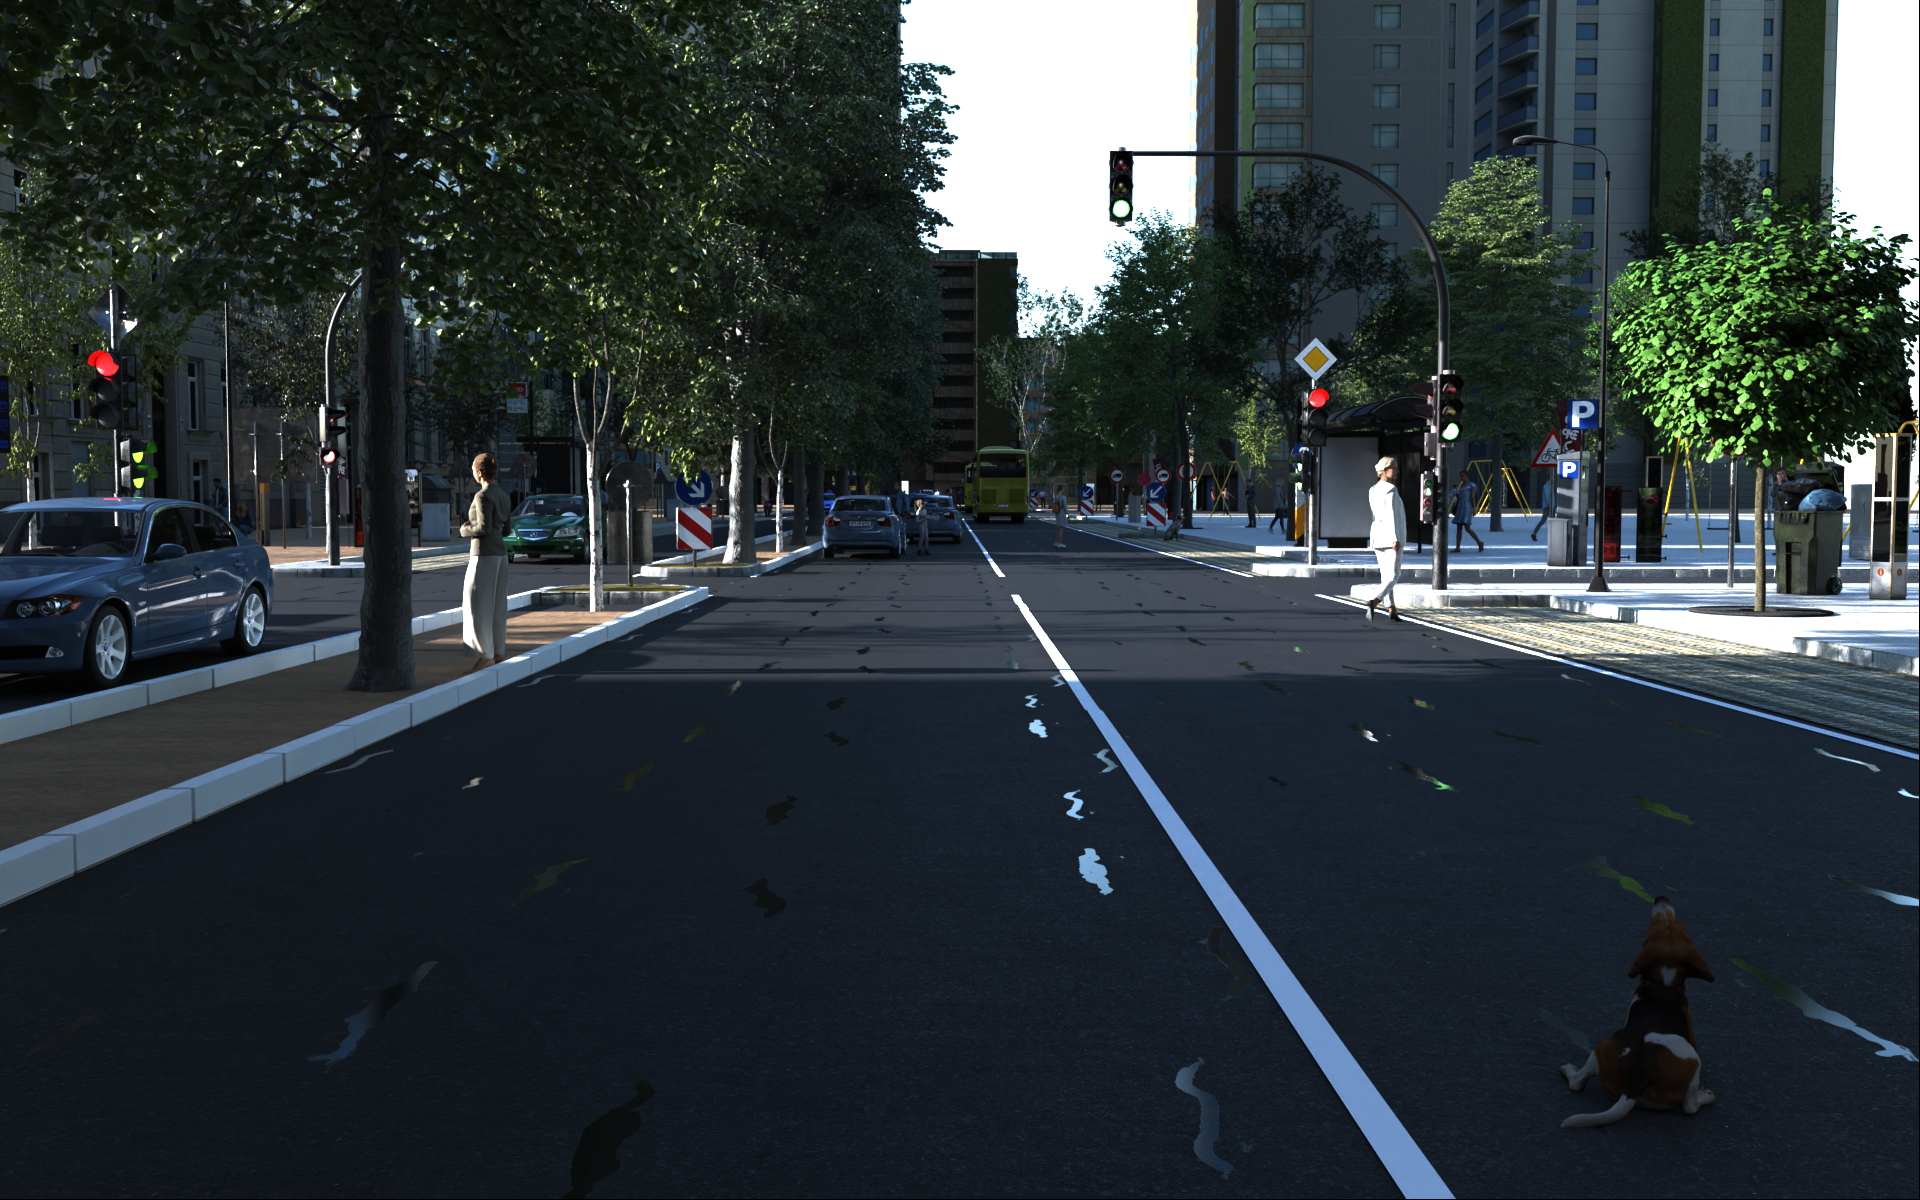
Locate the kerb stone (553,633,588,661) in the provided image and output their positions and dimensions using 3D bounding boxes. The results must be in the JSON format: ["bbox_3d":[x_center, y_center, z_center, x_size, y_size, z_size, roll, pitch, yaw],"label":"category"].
[{"bbox_3d":[-3.461,0.425,15.250,0.120,0.150,1.000,0,4,0],"label":"kerb stone"}]

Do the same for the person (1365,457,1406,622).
[{"bbox_3d":[4.691,-0.661,19.192,0.818,1.842,0.514,-3,5,-39],"label":"person"}]

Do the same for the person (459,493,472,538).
[{"bbox_3d":[-14.471,-2.475,50.789,0.475,1.303,0.640,1,4,10],"label":"person"}]

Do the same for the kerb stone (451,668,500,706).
[{"bbox_3d":[-3.441,0.620,12.163,0.120,0.150,1.000,0,4,0],"label":"kerb stone"}]

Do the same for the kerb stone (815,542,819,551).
[{"bbox_3d":[-3.697,-1.301,43.466,0.120,0.150,1.000,0,4,0],"label":"kerb stone"}]

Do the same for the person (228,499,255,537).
[{"bbox_3d":[-19.350,-2.153,46.737,1.012,1.151,0.738,1,4,20],"label":"person"}]

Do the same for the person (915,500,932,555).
[{"bbox_3d":[-0.851,-1.709,40.721,0.394,1.301,0.425,1,4,19],"label":"person"}]

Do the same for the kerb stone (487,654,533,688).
[{"bbox_3d":[-3.450,0.555,13.185,0.120,0.150,1.000,0,4,0],"label":"kerb stone"}]

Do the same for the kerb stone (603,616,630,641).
[{"bbox_3d":[-3.477,0.299,17.304,0.120,0.150,1.000,0,4,0],"label":"kerb stone"}]

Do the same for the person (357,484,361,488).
[{"bbox_3d":[-15.923,-2.487,46.562,0.638,1.841,0.748,0,4,-3],"label":"person"}]

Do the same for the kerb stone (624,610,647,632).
[{"bbox_3d":[-3.492,0.236,18.331,0.120,0.150,1.000,0,4,0],"label":"kerb stone"}]

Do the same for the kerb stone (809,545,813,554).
[{"bbox_3d":[-3.681,-1.176,41.422,0.120,0.150,1.000,0,4,0],"label":"kerb stone"}]

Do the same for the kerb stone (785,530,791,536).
[{"bbox_3d":[-5.927,-2.241,58.863,0.120,0.150,1.000,0,4,0],"label":"kerb stone"}]

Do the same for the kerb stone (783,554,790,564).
[{"bbox_3d":[-3.629,-0.800,35.280,0.120,0.150,1.000,0,4,0],"label":"kerb stone"}]

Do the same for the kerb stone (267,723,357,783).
[{"bbox_3d":[-3.409,0.802,9.087,0.120,0.150,1.000,0,4,0],"label":"kerb stone"}]

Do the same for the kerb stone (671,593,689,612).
[{"bbox_3d":[-3.520,0.048,21.410,0.120,0.150,1.000,0,4,0],"label":"kerb stone"}]

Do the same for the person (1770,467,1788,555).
[{"bbox_3d":[17.257,-1.853,36.148,0.655,1.846,0.447,2,4,31],"label":"person"}]

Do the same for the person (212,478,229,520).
[{"bbox_3d":[-22.765,-2.873,53.361,0.623,1.781,0.721,1,4,19],"label":"person"}]

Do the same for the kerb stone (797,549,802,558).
[{"bbox_3d":[-3.654,-0.988,38.351,0.120,0.150,1.000,0,4,0],"label":"kerb stone"}]

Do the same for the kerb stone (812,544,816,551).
[{"bbox_3d":[-3.689,-1.238,42.444,0.120,0.150,1.000,0,4,0],"label":"kerb stone"}]

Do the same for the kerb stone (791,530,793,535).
[{"bbox_3d":[-5.931,-2.302,59.897,0.120,0.150,1.000,0,4,0],"label":"kerb stone"}]

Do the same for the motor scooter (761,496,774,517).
[{"bbox_3d":[-12.338,-6.024,111.264,0.815,1.314,1.986,0,4,1],"label":"motor scooter"}]

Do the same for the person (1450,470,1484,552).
[{"bbox_3d":[11.052,-1.941,37.875,0.778,1.811,0.616,-1,4,-14],"label":"person"}]

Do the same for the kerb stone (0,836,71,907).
[{"bbox_3d":[-3.386,0.991,6.008,0.120,0.150,1.000,0,4,0],"label":"kerb stone"}]

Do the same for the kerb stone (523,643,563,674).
[{"bbox_3d":[-3.456,0.488,14.219,0.120,0.150,1.000,0,4,0],"label":"kerb stone"}]

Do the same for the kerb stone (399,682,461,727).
[{"bbox_3d":[-3.429,0.676,11.141,0.120,0.150,1.000,0,4,0],"label":"kerb stone"}]

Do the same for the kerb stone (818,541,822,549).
[{"bbox_3d":[-3.708,-1.363,44.495,0.120,0.150,1.000,0,4,0],"label":"kerb stone"}]

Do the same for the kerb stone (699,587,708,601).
[{"bbox_3d":[-3.536,-0.071,23.455,0.120,0.150,1.000,0,4,0],"label":"kerb stone"}]

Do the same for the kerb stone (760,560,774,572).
[{"bbox_3d":[-3.609,-0.613,32.211,0.120,0.150,1.000,0,4,0],"label":"kerb stone"}]

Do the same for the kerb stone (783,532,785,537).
[{"bbox_3d":[-5.914,-2.117,56.813,0.120,0.150,1.000,0,4,0],"label":"kerb stone"}]

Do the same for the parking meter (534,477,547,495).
[{"bbox_3d":[-14.395,-3.285,59.414,0.399,1.863,0.255,0,4,2],"label":"parking meter"}]

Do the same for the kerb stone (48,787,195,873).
[{"bbox_3d":[-3.398,0.927,7.033,0.120,0.150,1.000,0,4,0],"label":"kerb stone"}]

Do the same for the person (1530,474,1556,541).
[{"bbox_3d":[15.948,-2.520,47.111,0.748,1.841,0.638,3,4,36],"label":"person"}]

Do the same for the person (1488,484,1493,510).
[{"bbox_3d":[25.633,-4.696,83.164,0.623,1.781,0.721,2,4,30],"label":"person"}]

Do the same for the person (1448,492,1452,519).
[{"bbox_3d":[25.561,-5.172,90.780,0.466,1.800,0.511,-1,4,-13],"label":"person"}]

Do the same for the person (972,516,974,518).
[{"bbox_3d":[1.043,-5.901,105.386,0.661,1.777,0.834,3,5,44],"label":"person"}]

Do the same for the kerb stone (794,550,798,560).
[{"bbox_3d":[-3.647,-0.922,37.325,0.120,0.150,1.000,0,4,0],"label":"kerb stone"}]

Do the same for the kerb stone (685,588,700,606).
[{"bbox_3d":[-3.526,-0.014,22.433,0.120,0.150,1.000,0,4,0],"label":"kerb stone"}]

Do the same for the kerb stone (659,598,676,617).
[{"bbox_3d":[-3.507,0.112,20.379,0.120,0.150,1.000,0,4,0],"label":"kerb stone"}]

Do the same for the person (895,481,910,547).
[{"bbox_3d":[-1.548,-2.295,46.360,0.444,1.785,0.601,-1,4,-16],"label":"person"}]

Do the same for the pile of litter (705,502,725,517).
[{"bbox_3d":[-14.080,-5.114,97.582,1.719,0.858,1.176,0,4,-6],"label":"pile of litter"}]

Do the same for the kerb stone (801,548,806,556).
[{"bbox_3d":[-3.665,-1.051,39.377,0.120,0.150,1.000,0,4,0],"label":"kerb stone"}]

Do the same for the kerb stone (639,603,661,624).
[{"bbox_3d":[-3.508,0.174,19.357,0.120,0.150,1.000,0,4,0],"label":"kerb stone"}]

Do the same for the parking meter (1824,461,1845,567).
[{"bbox_3d":[15.368,-1.520,30.557,0.255,1.863,0.399,-1,4,-9],"label":"parking meter"}]

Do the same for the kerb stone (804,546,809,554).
[{"bbox_3d":[-3.675,-1.113,40.400,0.120,0.150,1.000,0,4,0],"label":"kerb stone"}]

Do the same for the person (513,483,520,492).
[{"bbox_3d":[-23.458,-5.266,91.925,0.755,1.850,0.659,1,4,16],"label":"person"}]

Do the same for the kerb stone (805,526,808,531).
[{"bbox_3d":[-6.016,-2.870,69.126,0.120,0.150,1.000,0,4,0],"label":"kerb stone"}]

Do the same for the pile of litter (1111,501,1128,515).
[{"bbox_3d":[9.785,-5.594,105.419,1.176,0.858,1.719,0,4,8],"label":"pile of litter"}]

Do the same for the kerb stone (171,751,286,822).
[{"bbox_3d":[-3.404,0.864,8.063,0.120,0.150,1.000,0,4,0],"label":"kerb stone"}]

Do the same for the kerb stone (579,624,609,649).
[{"bbox_3d":[-3.478,0.366,16.282,0.120,0.150,1.000,0,4,0],"label":"kerb stone"}]

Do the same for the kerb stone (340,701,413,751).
[{"bbox_3d":[-3.426,0.739,10.115,0.120,0.150,1.000,0,4,0],"label":"kerb stone"}]

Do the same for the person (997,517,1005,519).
[{"bbox_3d":[2.393,-5.607,100.421,0.529,1.795,0.600,2,4,28],"label":"person"}]

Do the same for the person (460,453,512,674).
[{"bbox_3d":[-3.828,-0.298,13.918,0.362,1.759,0.519,1,4,11],"label":"person"}]

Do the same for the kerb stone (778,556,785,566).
[{"bbox_3d":[-3.614,-0.731,34.259,0.120,0.150,1.000,0,4,0],"label":"kerb stone"}]

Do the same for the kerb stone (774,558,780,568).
[{"bbox_3d":[-3.611,-0.670,33.236,0.120,0.150,1.000,0,4,0],"label":"kerb stone"}]

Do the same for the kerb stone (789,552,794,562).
[{"bbox_3d":[-3.635,-0.863,36.303,0.120,0.150,1.000,0,4,0],"label":"kerb stone"}]

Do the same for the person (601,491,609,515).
[{"bbox_3d":[-15.183,-4.100,73.572,0.515,1.767,0.782,1,4,13],"label":"person"}]

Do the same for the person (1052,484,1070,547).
[{"bbox_3d":[2.707,-2.280,46.784,0.512,1.701,0.522,3,5,43],"label":"person"}]
